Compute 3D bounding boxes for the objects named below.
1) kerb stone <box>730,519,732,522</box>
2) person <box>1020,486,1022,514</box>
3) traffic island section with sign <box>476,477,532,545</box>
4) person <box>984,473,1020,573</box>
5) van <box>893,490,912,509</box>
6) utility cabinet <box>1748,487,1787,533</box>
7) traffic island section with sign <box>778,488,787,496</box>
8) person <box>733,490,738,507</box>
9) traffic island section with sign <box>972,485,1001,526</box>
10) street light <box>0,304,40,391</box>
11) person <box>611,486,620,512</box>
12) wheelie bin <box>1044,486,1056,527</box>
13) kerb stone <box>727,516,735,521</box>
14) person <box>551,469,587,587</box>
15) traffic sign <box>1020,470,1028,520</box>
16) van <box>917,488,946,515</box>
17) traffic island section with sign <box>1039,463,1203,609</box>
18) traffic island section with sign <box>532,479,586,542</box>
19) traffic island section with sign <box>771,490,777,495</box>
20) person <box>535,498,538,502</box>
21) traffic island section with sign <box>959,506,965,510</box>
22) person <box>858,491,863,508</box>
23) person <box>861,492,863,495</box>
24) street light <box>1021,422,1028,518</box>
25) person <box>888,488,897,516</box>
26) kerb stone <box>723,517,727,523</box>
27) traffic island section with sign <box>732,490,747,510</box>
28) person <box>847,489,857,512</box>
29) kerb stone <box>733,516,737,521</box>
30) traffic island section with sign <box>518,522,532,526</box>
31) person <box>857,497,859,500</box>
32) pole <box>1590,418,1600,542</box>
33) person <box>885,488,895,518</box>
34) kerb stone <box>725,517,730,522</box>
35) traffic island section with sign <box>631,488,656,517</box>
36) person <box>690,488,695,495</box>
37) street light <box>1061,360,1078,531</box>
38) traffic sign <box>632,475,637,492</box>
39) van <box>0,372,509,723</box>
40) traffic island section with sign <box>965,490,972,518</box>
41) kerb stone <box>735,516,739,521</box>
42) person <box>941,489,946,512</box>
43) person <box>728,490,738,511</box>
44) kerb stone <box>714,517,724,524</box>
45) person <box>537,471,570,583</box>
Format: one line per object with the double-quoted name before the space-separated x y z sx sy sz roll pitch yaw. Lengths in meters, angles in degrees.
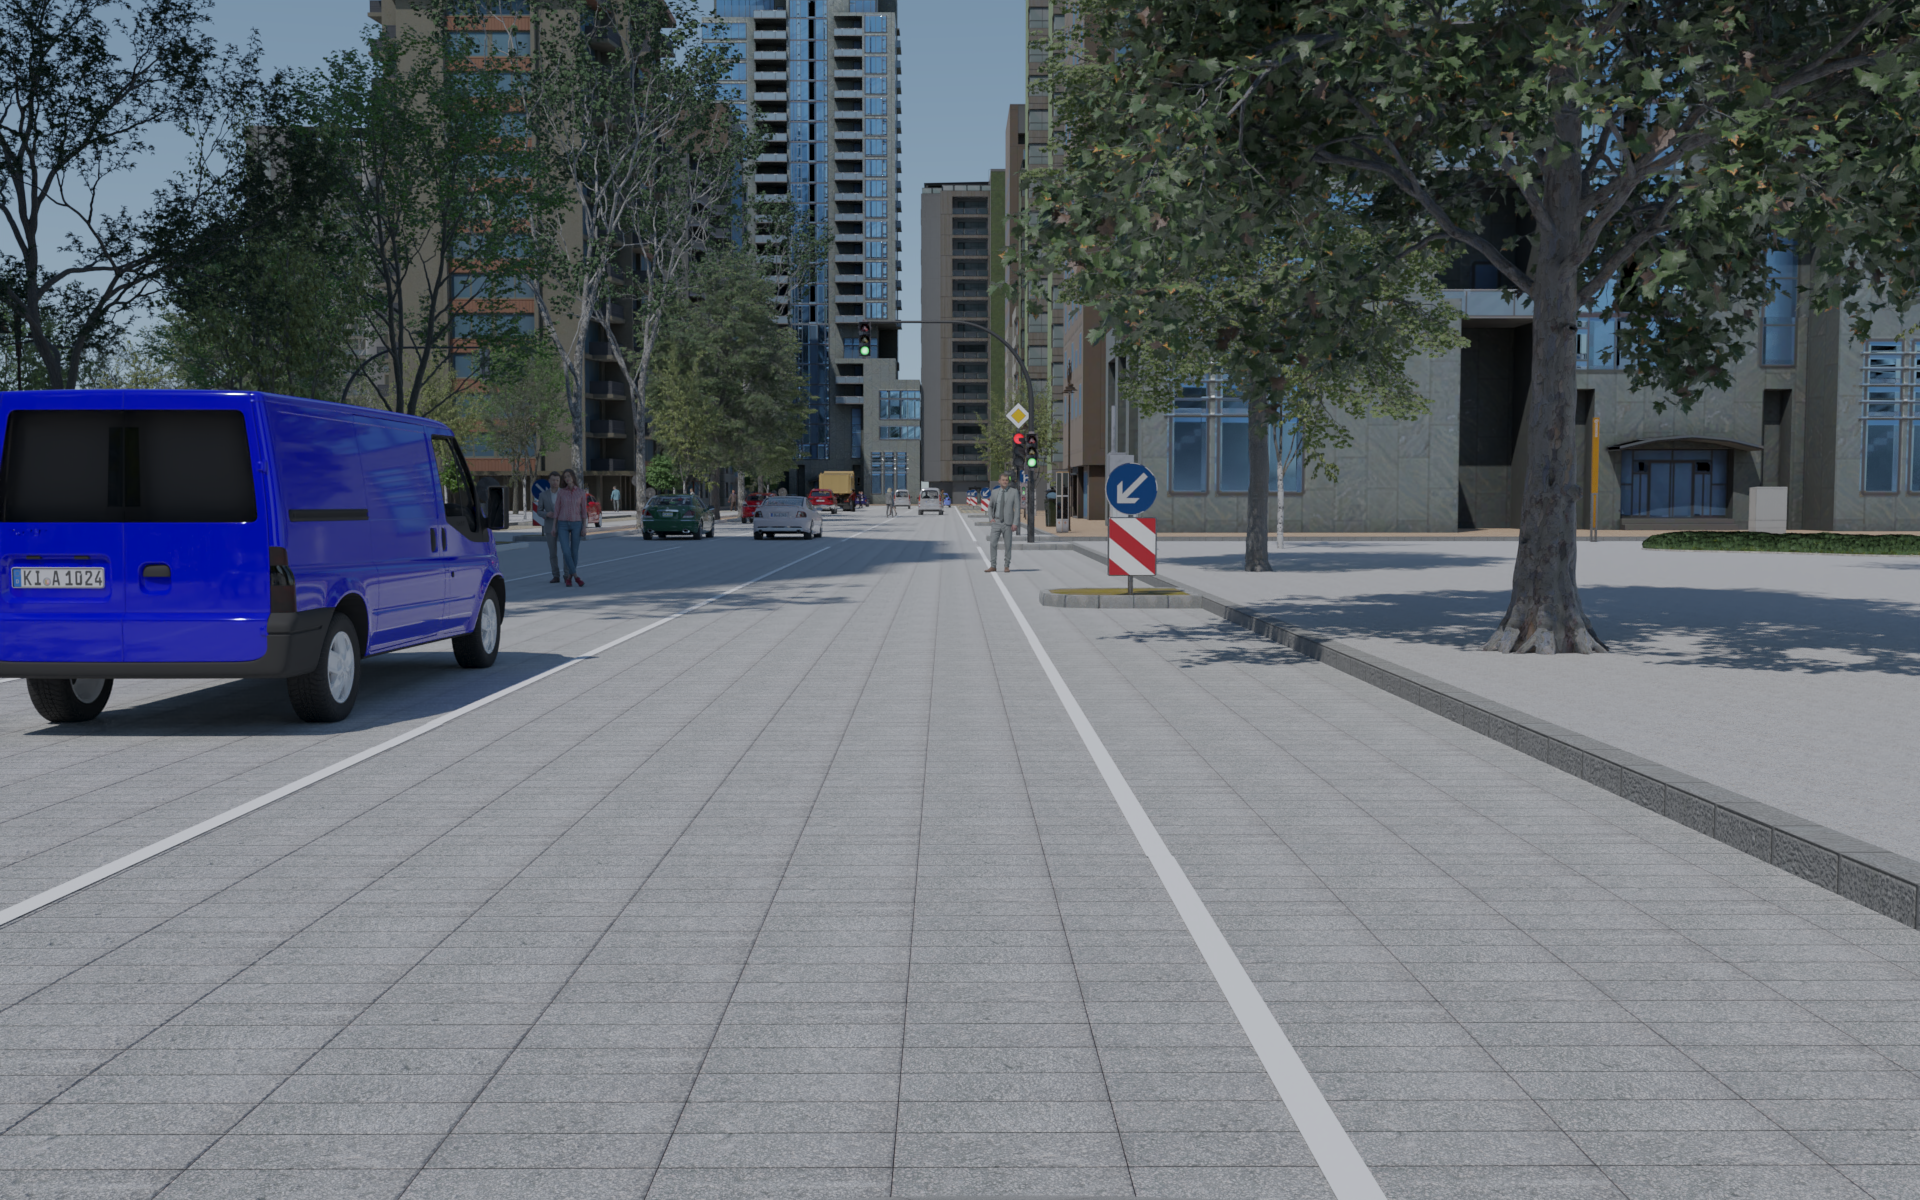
"kerb stone" -11.881 -4.048 88.377 0.120 0.150 1.000 0 4 0
"person" 3.879 -6.549 112.921 0.447 1.846 0.655 1 4 17
"traffic island section with sign" -12.623 -2.301 45.751 2.006 1.907 1.989 0 4 0
"person" 0.783 -1.414 31.711 0.635 1.810 0.391 1 4 11
"van" -5.591 -9.786 167.009 2.013 2.044 4.112 0 4 -2
"utility cabinet" 24.794 -2.721 53.175 1.173 1.500 0.318 -1 4 -18
"traffic island section with sign" -13.211 -7.349 128.295 2.006 1.907 1.989 0 4 0
"person" -22.080 -9.955 169.605 0.445 1.727 0.742 3 4 37
"traffic island section with sign" 1.656 -4.277 78.564 1.989 1.847 2.006 0 4 0
"street light" -20.915 -4.023 38.571 0.468 5.910 1.993 0 4 0
"person" -24.233 -7.093 121.867 0.638 1.841 0.748 -1 4 -11
"wheelie bin" 3.660 -3.664 67.809 0.693 1.594 0.980 -1 4 -15
"kerb stone" -11.892 -4.109 89.406 0.120 0.150 1.000 0 4 0
"person" -6.048 -1.118 26.786 0.555 1.821 0.388 -1 4 -19
"traffic sign" 3.287 -5.295 86.678 0.768 2.556 0.104 0 4 8
"van" -1.996 -6.855 119.091 2.013 2.044 4.112 0 4 1
"traffic island section with sign" 2.051 -0.855 22.609 1.989 1.847 2.006 0 4 0
"traffic island section with sign" -12.666 -2.754 53.158 2.006 1.907 1.989 0 4 0
"traffic island section with sign" -19.612 -10.652 182.794 1.989 1.847 2.006 0 4 0
"person" -24.323 -5.704 99.650 0.444 1.785 0.601 1 4 10
"traffic island section with sign" 1.104 -8.999 155.767 1.989 1.847 2.006 0 4 0
"person" -10.181 -10.227 176.628 0.530 1.710 0.541 0 4 1
"person" -11.418 -11.727 201.173 0.436 1.711 0.756 2 4 24
"street light" 3.508 -7.398 93.750 0.468 5.910 1.993 0 4 0
"person" -4.485 -6.488 114.603 0.654 1.822 0.581 2 4 33
"kerb stone" -11.865 -3.922 86.320 0.120 0.150 1.000 0 4 0
"traffic island section with sign" -19.425 -8.985 155.537 1.989 1.847 2.006 0 4 0
"person" -8.552 -7.940 138.286 0.705 1.831 1.348 2 4 32
"kerb stone" -11.897 -4.169 90.429 0.120 0.150 1.000 0 4 0
"traffic island section with sign" -18.870 -4.285 78.681 1.989 1.847 2.006 0 4 0
"person" -9.608 -8.834 153.023 1.350 1.814 0.705 -1 4 -9
"pole" 16.959 -3.207 46.279 0.158 3.312 0.155 0 3 0
"person" -4.243 -5.858 104.457 0.526 1.800 0.537 -3 5 -44
"kerb stone" -11.874 -3.985 87.343 0.120 0.150 1.000 0 4 0
"traffic island section with sign" -19.073 -5.989 106.547 1.989 1.847 2.006 0 4 0
"person" -18.718 -6.887 121.059 0.622 1.834 0.822 3 5 39
"street light" 3.772 -5.323 59.819 0.468 5.910 1.993 0 4 0
"traffic sign" -21.455 -7.032 115.077 0.768 2.556 0.104 0 4 7
"van" -4.805 -0.497 12.516 2.240 2.365 5.245 0 4 0
"traffic island section with sign" 1.459 -5.926 105.519 1.989 1.847 2.006 0 4 0
"kerb stone" -11.904 -4.234 91.451 0.120 0.150 1.000 0 4 0
"person" -1.417 -8.105 141.116 0.705 1.812 1.348 1 4 17
"person" -18.698 -8.209 143.274 0.990 1.755 0.434 -2 4 -26
"kerb stone" -11.859 -3.859 85.298 0.120 0.150 1.000 0 4 0
"person" -6.483 -1.170 27.825 0.606 1.804 0.583 -1 4 -15
